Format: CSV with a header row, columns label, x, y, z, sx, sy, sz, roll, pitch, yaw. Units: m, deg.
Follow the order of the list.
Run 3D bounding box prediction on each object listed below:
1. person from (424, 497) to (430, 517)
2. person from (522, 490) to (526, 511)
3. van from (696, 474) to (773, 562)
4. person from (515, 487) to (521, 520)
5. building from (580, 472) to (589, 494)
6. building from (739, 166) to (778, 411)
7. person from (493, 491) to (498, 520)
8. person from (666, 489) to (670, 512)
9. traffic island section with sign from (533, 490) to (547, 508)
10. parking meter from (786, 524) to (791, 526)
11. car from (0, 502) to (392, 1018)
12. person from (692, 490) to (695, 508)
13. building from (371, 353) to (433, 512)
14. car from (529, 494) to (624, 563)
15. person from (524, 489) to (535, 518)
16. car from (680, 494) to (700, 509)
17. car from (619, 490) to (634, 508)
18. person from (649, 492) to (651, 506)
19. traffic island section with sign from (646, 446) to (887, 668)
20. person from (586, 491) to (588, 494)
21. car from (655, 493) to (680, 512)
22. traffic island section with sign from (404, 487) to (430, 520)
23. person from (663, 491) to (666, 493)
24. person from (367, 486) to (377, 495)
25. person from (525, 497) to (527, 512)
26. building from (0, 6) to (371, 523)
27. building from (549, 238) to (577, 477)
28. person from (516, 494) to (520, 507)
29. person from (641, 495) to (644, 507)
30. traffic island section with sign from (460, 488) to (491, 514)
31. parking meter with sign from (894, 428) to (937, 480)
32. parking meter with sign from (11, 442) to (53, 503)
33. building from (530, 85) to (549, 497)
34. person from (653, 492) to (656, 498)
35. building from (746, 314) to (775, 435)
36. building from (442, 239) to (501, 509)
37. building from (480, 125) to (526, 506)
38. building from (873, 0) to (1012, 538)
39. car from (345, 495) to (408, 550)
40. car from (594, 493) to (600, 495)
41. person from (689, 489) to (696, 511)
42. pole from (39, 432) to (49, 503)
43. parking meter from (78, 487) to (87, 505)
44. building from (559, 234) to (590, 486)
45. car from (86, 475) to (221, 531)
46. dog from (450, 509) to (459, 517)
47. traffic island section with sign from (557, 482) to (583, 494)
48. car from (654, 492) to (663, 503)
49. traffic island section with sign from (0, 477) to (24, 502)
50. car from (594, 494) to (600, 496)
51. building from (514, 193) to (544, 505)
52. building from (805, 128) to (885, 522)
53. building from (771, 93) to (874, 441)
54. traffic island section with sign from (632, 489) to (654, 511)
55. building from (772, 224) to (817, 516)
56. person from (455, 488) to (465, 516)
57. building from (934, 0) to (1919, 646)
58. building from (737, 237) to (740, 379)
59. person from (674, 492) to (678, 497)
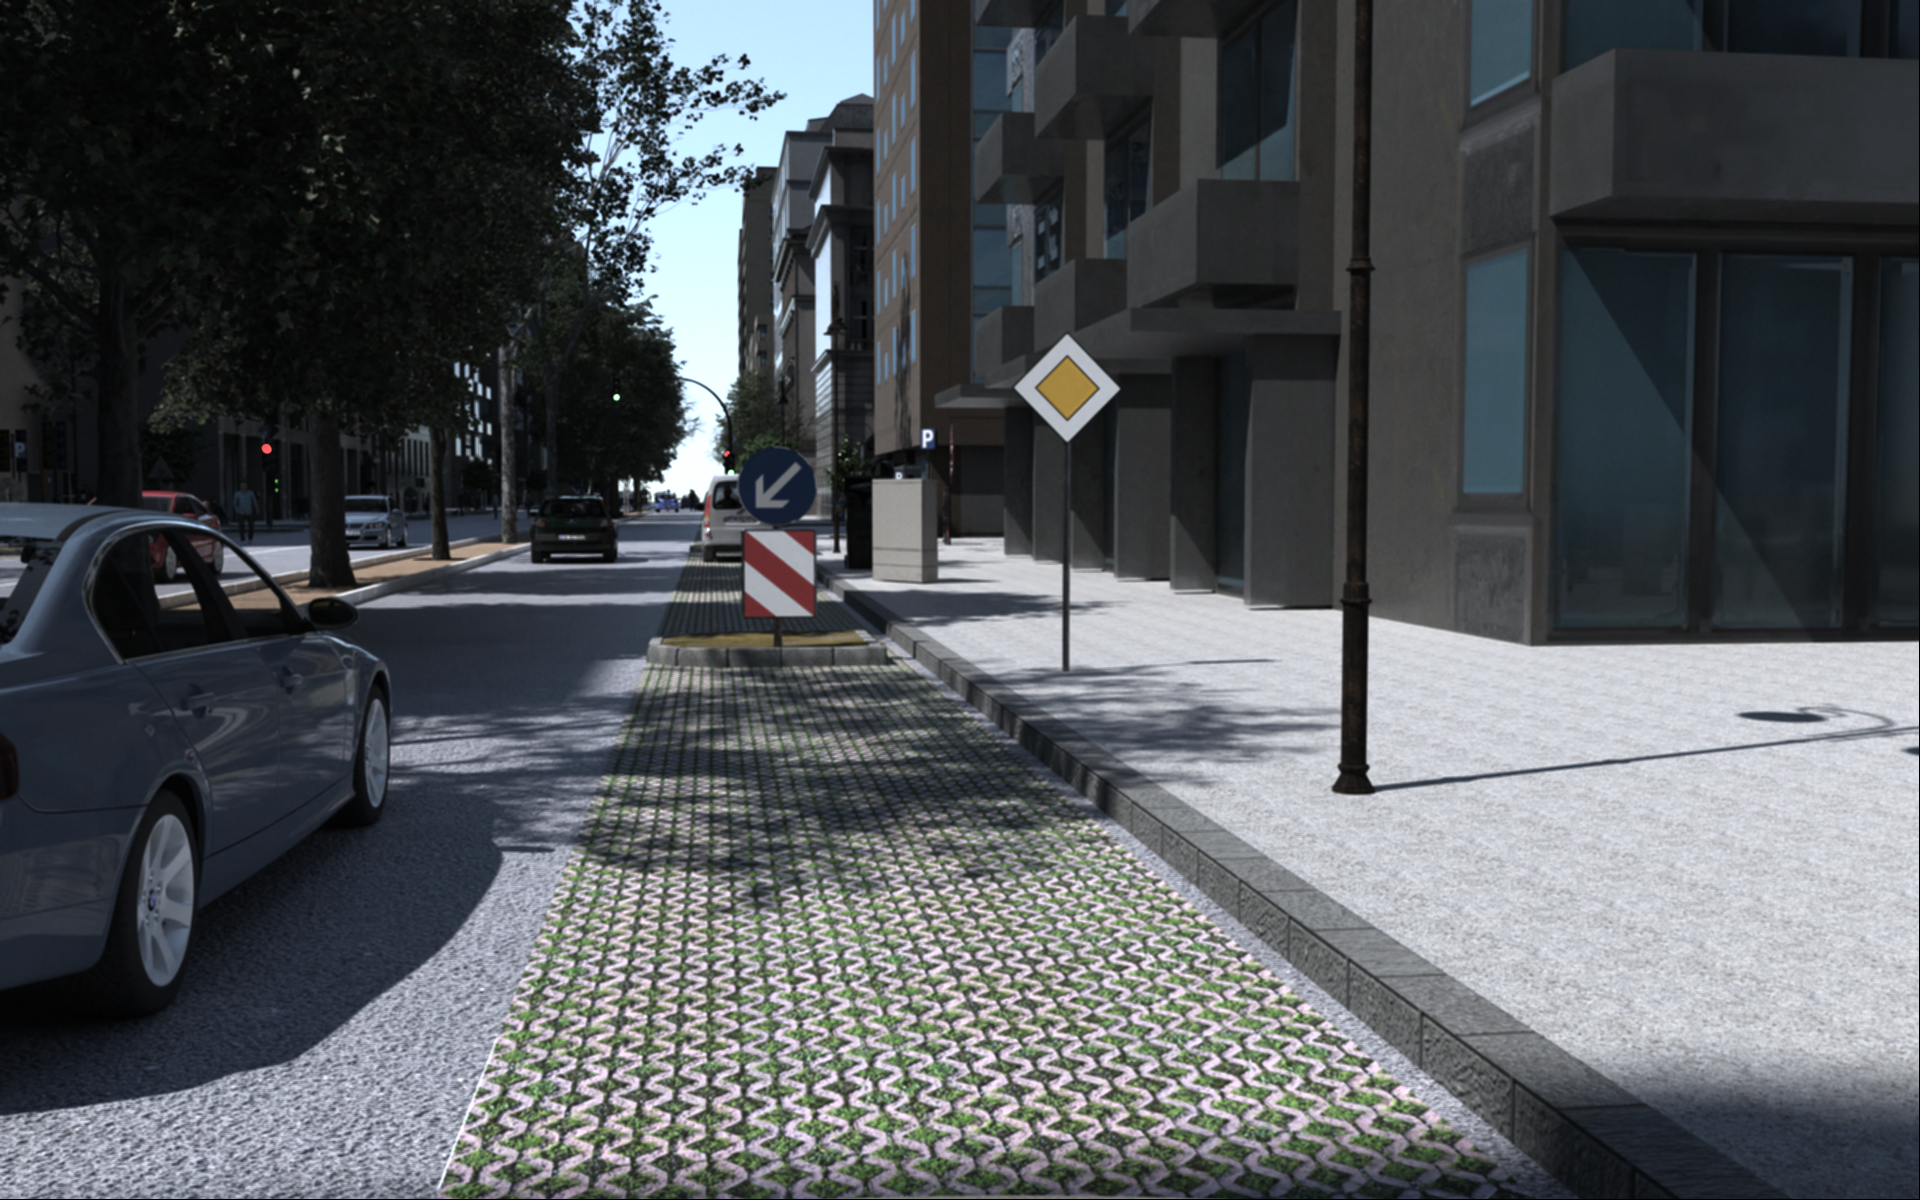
label,x,y,z,sx,sy,sz,roll,pitch,yaw
person,-32.128,-5.573,104.280,0.373,1.253,0.362,2,4,34
person,-37.711,-8.646,150.416,0.990,1.755,0.434,2,4,35
van,-4.749,-1.875,37.675,2.013,2.044,4.112,0,4,-7
person,-24.267,-5.257,94.626,0.473,1.802,0.592,-2,4,-28
building,-68.332,-31.232,282.347,14.160,30.474,14.107,-1,4,-8
building,-20.759,-38.480,252.854,21.300,48.544,21.600,-1,4,-8
person,-26.207,-5.345,97.694,0.330,1.601,0.589,0,4,4
person,-23.581,-8.050,140.134,0.555,1.821,0.388,-2,4,-34
traffic island section with sign,-41.362,-9.999,172.105,1.989,1.847,2.006,-1,4,-8
parking meter,-6.905,-3.867,68.941,0.255,1.863,0.399,0,4,6
car,-3.203,0.372,5.928,2.014,1.417,4.499,0,4,-7
person,-28.208,-10.698,183.037,1.348,1.869,0.705,2,4,26
building,-46.551,-17.646,121.789,16.112,22.955,30.059,-1,4,-8
car,-8.276,-1.683,37.301,2.009,1.686,4.222,-1,4,-10
person,-25.361,-5.670,101.802,0.593,1.750,0.643,1,4,22
car,-25.787,-9.385,165.450,2.014,1.417,4.499,-1,4,-9
car,-35.628,-10.788,185.058,2.281,1.827,5.304,0,4,-6
person,-38.156,-12.504,213.627,0.721,1.739,1.217,0,4,-5
traffic island section with sign,-1.728,-0.400,15.160,1.989,1.847,2.006,-1,4,-8
person,-40.930,-11.060,189.886,0.990,1.755,0.434,2,4,34
car,-22.986,-7.739,136.122,1.945,1.707,3.694,0,4,-8
traffic island section with sign,-30.450,-5.338,95.902,1.989,1.847,2.006,-1,4,-8
person,-29.635,-10.099,174.343,1.217,1.743,0.721,2,4,32
person,-26.398,-4.225,77.860,0.520,1.790,0.573,-2,4,-27
person,-35.135,-8.029,140.779,0.512,1.701,0.522,-1,4,-13
building,-43.951,-17.441,89.682,19.350,26.468,34.151,-1,4,-8
building,-66.820,-35.743,267.987,14.154,41.232,14.086,-1,4,-8
person,-20.279,-4.282,78.293,0.659,1.850,0.755,0,4,-6
person,-36.505,-11.608,198.420,0.705,1.807,1.348,2,4,33
traffic island section with sign,-34.276,-6.970,122.585,1.989,1.847,2.006,-1,4,-8
parking meter with sign,-1.392,-3.009,45.452,0.543,3.016,1.738,3,5,43
parking meter with sign,-30.582,-3.748,57.549,1.738,3.016,0.543,1,4,17
building,-68.468,-56.931,243.485,22.319,86.520,31.000,-1,4,-8
person,-53.035,-17.882,301.656,1.217,1.735,0.721,-1,4,-21
building,-11.875,-22.411,211.463,27.650,21.520,28.899,-1,4,-8
building,-55.939,-33.035,159.733,23.786,49.044,30.456,-1,4,-8
building,-62.738,-36.666,188.727,28.713,52.752,27.495,-1,4,-8
building,4.676,-24.875,56.818,14.600,45.320,14.200,-1,4,-8
car,-15.781,-2.073,45.904,2.014,1.417,4.499,-1,4,-9
car,-39.410,-10.869,187.293,1.945,1.707,3.694,0,4,-6
person,-22.393,-8.372,145.182,0.655,1.846,0.447,-1,4,-13
pole,-29.959,-3.842,56.660,0.158,3.312,0.155,0,3,0
parking meter,-30.621,-3.175,60.317,0.372,1.533,0.369,0,3,0
building,-70.915,-39.492,295.796,14.600,45.320,14.200,-1,4,-8
car,-13.795,-1.227,29.103,2.155,1.783,4.494,-1,4,-8
dog,-31.096,-5.336,106.530,0.540,0.507,0.406,-1,4,-19
traffic island section with sign,-16.478,-4.061,74.538,2.006,1.907,1.989,-1,4,-8
car,-49.006,-16.848,284.143,2.281,1.827,5.304,-1,4,-9
traffic island section with sign,-22.538,-1.964,40.733,1.989,1.847,2.006,-1,4,-8
car,-26.393,-6.979,123.894,2.009,1.686,4.222,0,4,-6
building,-58.625,-32.235,210.629,14.154,41.232,14.086,-1,4,-8
building,4.741,-14.931,85.914,24.055,21.916,13.314,-1,4,-8
building,-8.712,-21.953,136.417,11.434,29.767,29.804,-1,4,-8
traffic island section with sign,-27.145,-8.611,148.918,2.006,1.907,1.989,-1,4,-8
building,-6.515,-15.147,112.274,10.561,19.102,19.286,-1,4,-8
person,-32.720,-6.402,113.343,0.661,1.801,0.590,3,5,42
building,12.421,-24.929,27.196,23.786,49.044,30.456,-1,4,-8
building,-27.353,-41.297,298.911,21.300,48.544,21.600,-1,4,-8
person,-50.481,-18.203,306.127,1.348,1.823,0.705,1,4,20
